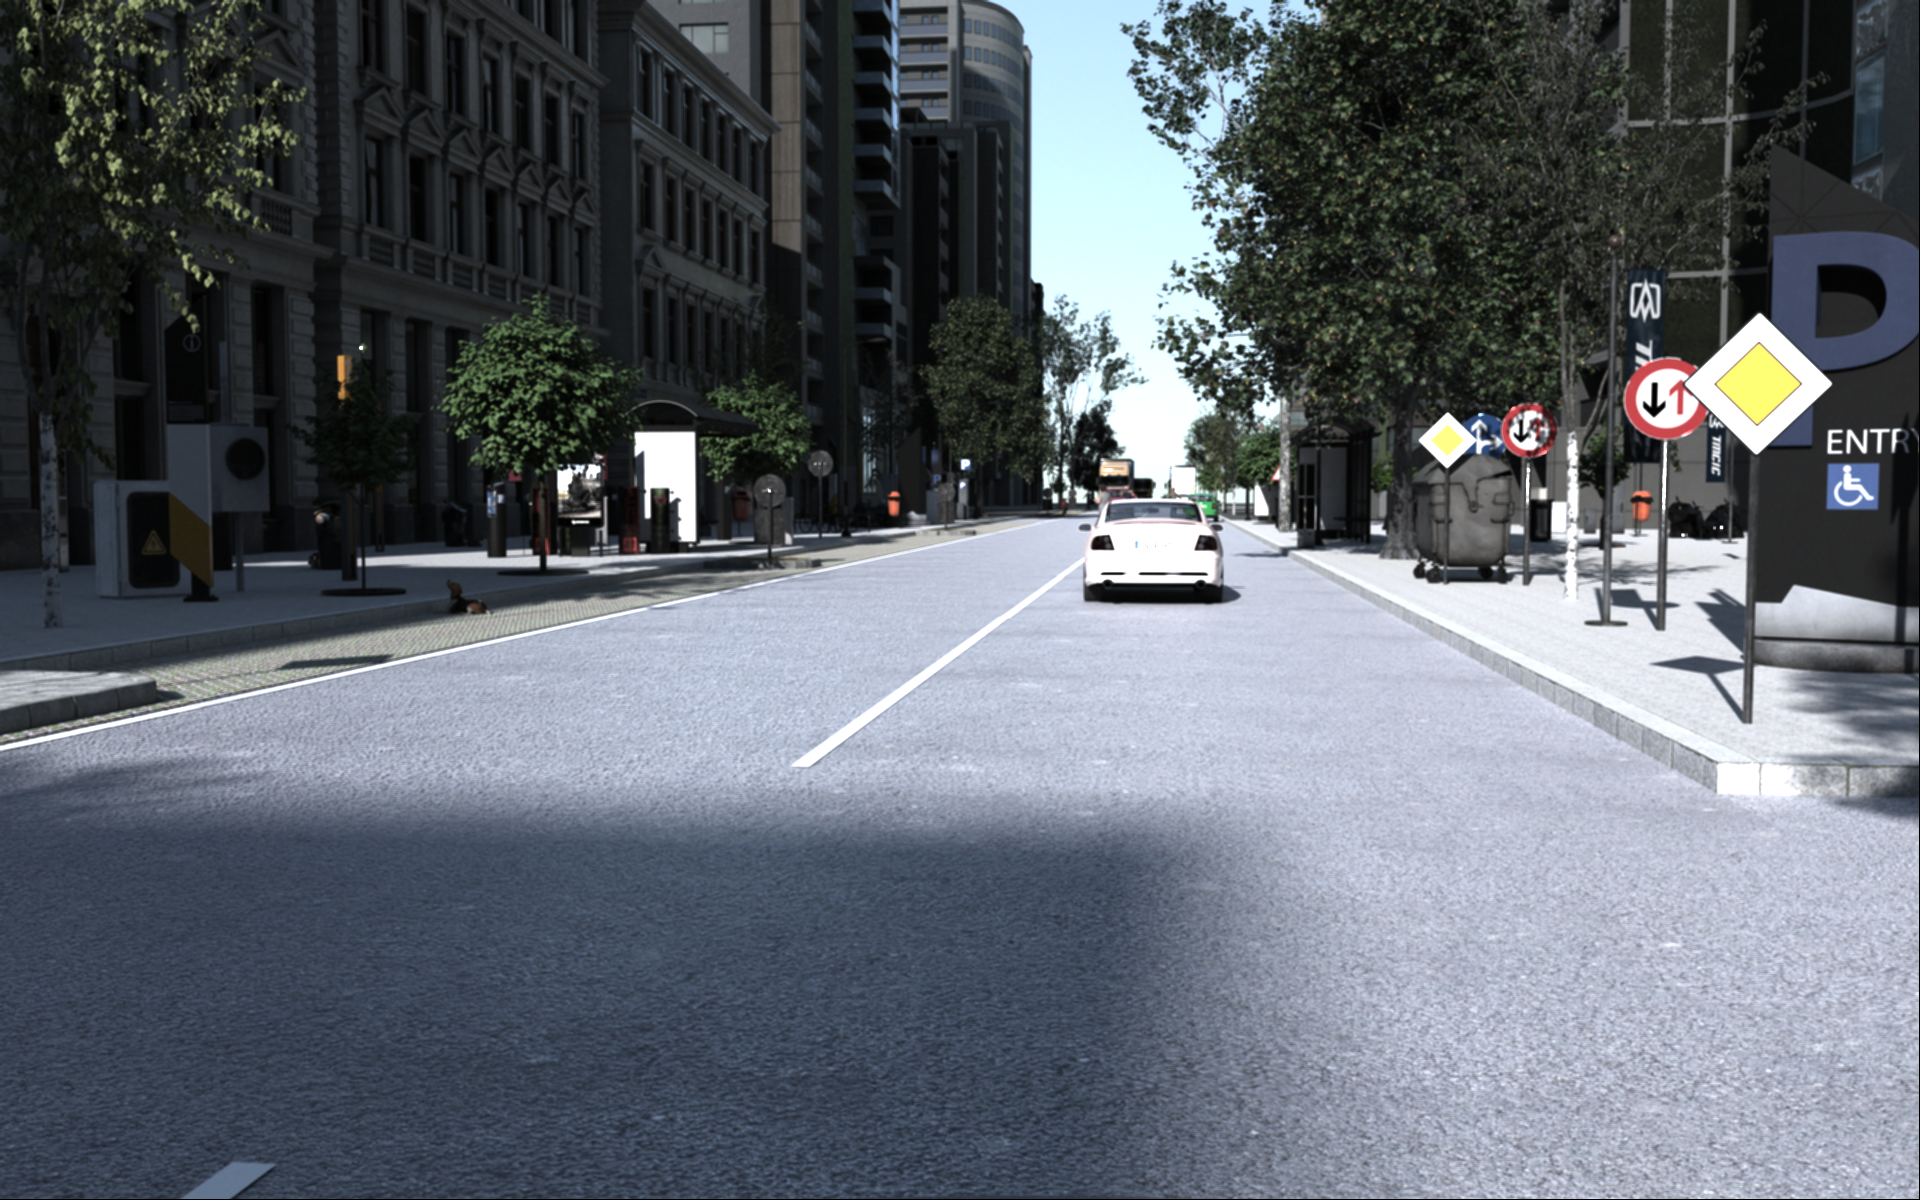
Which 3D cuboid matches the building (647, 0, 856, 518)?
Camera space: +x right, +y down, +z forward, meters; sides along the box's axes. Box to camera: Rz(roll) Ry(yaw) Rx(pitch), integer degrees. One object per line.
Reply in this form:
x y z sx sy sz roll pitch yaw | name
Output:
-13.917 -25.167 95.076 14.154 41.232 14.086 0 4 7 | building

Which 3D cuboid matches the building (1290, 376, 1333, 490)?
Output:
42.533 -30.855 188.080 14.154 41.232 14.086 0 4 7 | building

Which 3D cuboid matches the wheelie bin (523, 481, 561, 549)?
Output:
-9.686 -1.986 40.383 0.980 1.594 0.693 0 4 3 | wheelie bin

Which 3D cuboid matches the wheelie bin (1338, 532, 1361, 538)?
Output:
11.442 -2.620 50.749 0.693 1.594 0.980 -2 4 -26 | wheelie bin

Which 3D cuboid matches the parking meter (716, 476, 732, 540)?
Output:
-6.546 -2.594 48.123 0.255 1.863 0.399 3 4 38 | parking meter

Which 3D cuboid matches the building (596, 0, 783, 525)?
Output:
-15.174 -14.330 70.456 11.583 22.565 21.152 0 4 7 | building

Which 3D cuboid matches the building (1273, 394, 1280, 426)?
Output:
52.388 -36.986 224.331 23.786 49.044 30.456 0 4 7 | building

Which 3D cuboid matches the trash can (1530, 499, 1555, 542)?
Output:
15.579 -2.134 46.544 0.748 1.137 0.748 0 3 0 | trash can

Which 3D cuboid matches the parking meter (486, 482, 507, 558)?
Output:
-9.373 -1.628 35.024 0.372 1.533 0.369 0 3 0 | parking meter

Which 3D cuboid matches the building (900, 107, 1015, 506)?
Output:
-1.815 -30.672 185.077 14.154 41.232 14.086 0 4 7 | building

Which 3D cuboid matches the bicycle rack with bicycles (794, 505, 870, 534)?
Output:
-4.239 -2.686 57.303 2.852 0.926 2.925 -3 5 -43 | bicycle rack with bicycles

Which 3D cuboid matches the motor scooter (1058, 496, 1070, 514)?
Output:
7.392 -6.725 122.733 0.815 1.314 1.986 1 4 9 | motor scooter

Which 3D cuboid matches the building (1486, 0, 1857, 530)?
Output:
32.250 -38.299 64.440 20.563 71.187 20.611 0 4 7 | building

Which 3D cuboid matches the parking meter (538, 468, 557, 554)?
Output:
-8.821 -1.916 37.041 0.255 1.863 0.399 -3 5 -40 | parking meter

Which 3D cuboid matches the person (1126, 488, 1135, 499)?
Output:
9.498 -5.325 96.016 0.568 1.767 0.683 1 4 21 | person

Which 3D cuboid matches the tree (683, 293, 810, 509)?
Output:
-7.572 -6.877 62.796 4.737 8.622 4.395 0 3 0 | tree

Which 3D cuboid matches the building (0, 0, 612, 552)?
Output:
-18.163 -13.532 50.133 11.050 23.489 19.941 0 4 7 | building

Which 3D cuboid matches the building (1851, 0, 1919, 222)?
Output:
30.427 -24.767 24.545 30.456 49.044 23.786 0 4 7 | building

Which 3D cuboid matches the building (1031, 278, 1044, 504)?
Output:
3.551 -27.944 228.588 14.160 30.474 14.107 0 4 7 | building

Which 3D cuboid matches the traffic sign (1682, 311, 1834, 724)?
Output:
4.400 -0.366 9.623 0.795 2.450 0.064 0 4 7 | traffic sign

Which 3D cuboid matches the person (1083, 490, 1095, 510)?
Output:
11.827 -9.196 158.936 1.350 1.814 0.705 3 4 37 | person

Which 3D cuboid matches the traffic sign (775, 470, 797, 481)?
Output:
-5.005 -2.980 48.732 0.884 2.594 0.081 1 4 15 | traffic sign

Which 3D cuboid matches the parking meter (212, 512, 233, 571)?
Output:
-12.432 -1.264 29.076 0.372 1.533 0.369 0 3 0 | parking meter

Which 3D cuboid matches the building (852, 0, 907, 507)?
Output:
-15.082 -49.189 116.917 22.319 86.520 31.000 0 4 7 | building

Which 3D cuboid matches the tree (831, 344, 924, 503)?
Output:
-3.986 -8.211 84.606 4.360 8.622 3.978 0 3 0 | tree

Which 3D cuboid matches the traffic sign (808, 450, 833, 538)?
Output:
-4.070 -3.075 50.390 0.768 2.556 0.104 1 4 10 | traffic sign

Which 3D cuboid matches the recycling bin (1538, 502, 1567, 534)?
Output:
19.190 -2.662 56.081 0.722 1.027 0.722 0 4 3 | recycling bin

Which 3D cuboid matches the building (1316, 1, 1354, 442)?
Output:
42.463 -33.335 134.262 28.713 52.752 27.495 0 4 7 | building

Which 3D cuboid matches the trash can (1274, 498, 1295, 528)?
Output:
11.689 -3.107 62.458 0.748 1.137 0.748 0 3 0 | trash can

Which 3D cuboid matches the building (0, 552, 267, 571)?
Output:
-20.484 -12.323 30.364 11.050 23.489 19.941 0 4 7 | building

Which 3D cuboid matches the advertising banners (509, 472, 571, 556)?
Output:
-8.736 -2.447 36.196 2.074 3.025 0.090 2 4 28 | advertising banners

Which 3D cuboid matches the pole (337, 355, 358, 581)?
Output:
-9.056 -1.942 25.601 0.158 3.312 0.155 0 3 0 | pole

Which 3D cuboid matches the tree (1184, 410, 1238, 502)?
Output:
28.191 -15.770 192.251 7.601 10.594 8.767 -1 4 -20 | tree

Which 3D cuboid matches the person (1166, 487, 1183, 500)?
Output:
12.618 -5.729 102.179 1.348 1.823 0.705 -1 4 -21 | person

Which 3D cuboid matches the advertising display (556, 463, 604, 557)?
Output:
-7.758 -1.844 35.371 0.974 1.923 0.123 0 4 5 | advertising display

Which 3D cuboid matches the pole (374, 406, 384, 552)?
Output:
-12.881 -2.722 38.348 0.158 3.312 0.155 0 3 0 | pole

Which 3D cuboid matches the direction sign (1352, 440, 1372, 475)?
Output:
16.323 -4.808 70.600 0.876 3.537 0.379 1 4 18 | direction sign

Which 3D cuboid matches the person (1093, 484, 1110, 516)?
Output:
4.882 -3.052 58.760 0.716 1.782 0.532 -2 4 -35 | person

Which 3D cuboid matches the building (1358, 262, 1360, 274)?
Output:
33.232 -20.998 115.010 14.160 30.474 14.107 0 4 7 | building

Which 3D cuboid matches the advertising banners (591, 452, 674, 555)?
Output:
-6.933 -2.458 36.377 2.074 3.025 0.090 -3 5 -41 | advertising banners

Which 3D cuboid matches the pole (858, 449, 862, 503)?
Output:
-4.511 -5.150 78.048 0.158 3.312 0.155 0 3 0 | pole

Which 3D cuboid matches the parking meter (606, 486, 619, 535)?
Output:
-10.805 -2.781 53.875 0.372 1.533 0.369 0 3 0 | parking meter

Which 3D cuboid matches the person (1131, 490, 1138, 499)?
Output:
11.112 -6.292 112.305 0.756 1.711 0.436 2 4 25 | person

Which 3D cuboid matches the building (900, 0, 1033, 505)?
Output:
-3.097 -40.669 206.929 21.231 58.520 28.212 0 4 7 | building

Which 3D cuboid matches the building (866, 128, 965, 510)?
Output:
-7.343 -22.548 140.359 14.160 30.474 14.107 0 4 7 | building
